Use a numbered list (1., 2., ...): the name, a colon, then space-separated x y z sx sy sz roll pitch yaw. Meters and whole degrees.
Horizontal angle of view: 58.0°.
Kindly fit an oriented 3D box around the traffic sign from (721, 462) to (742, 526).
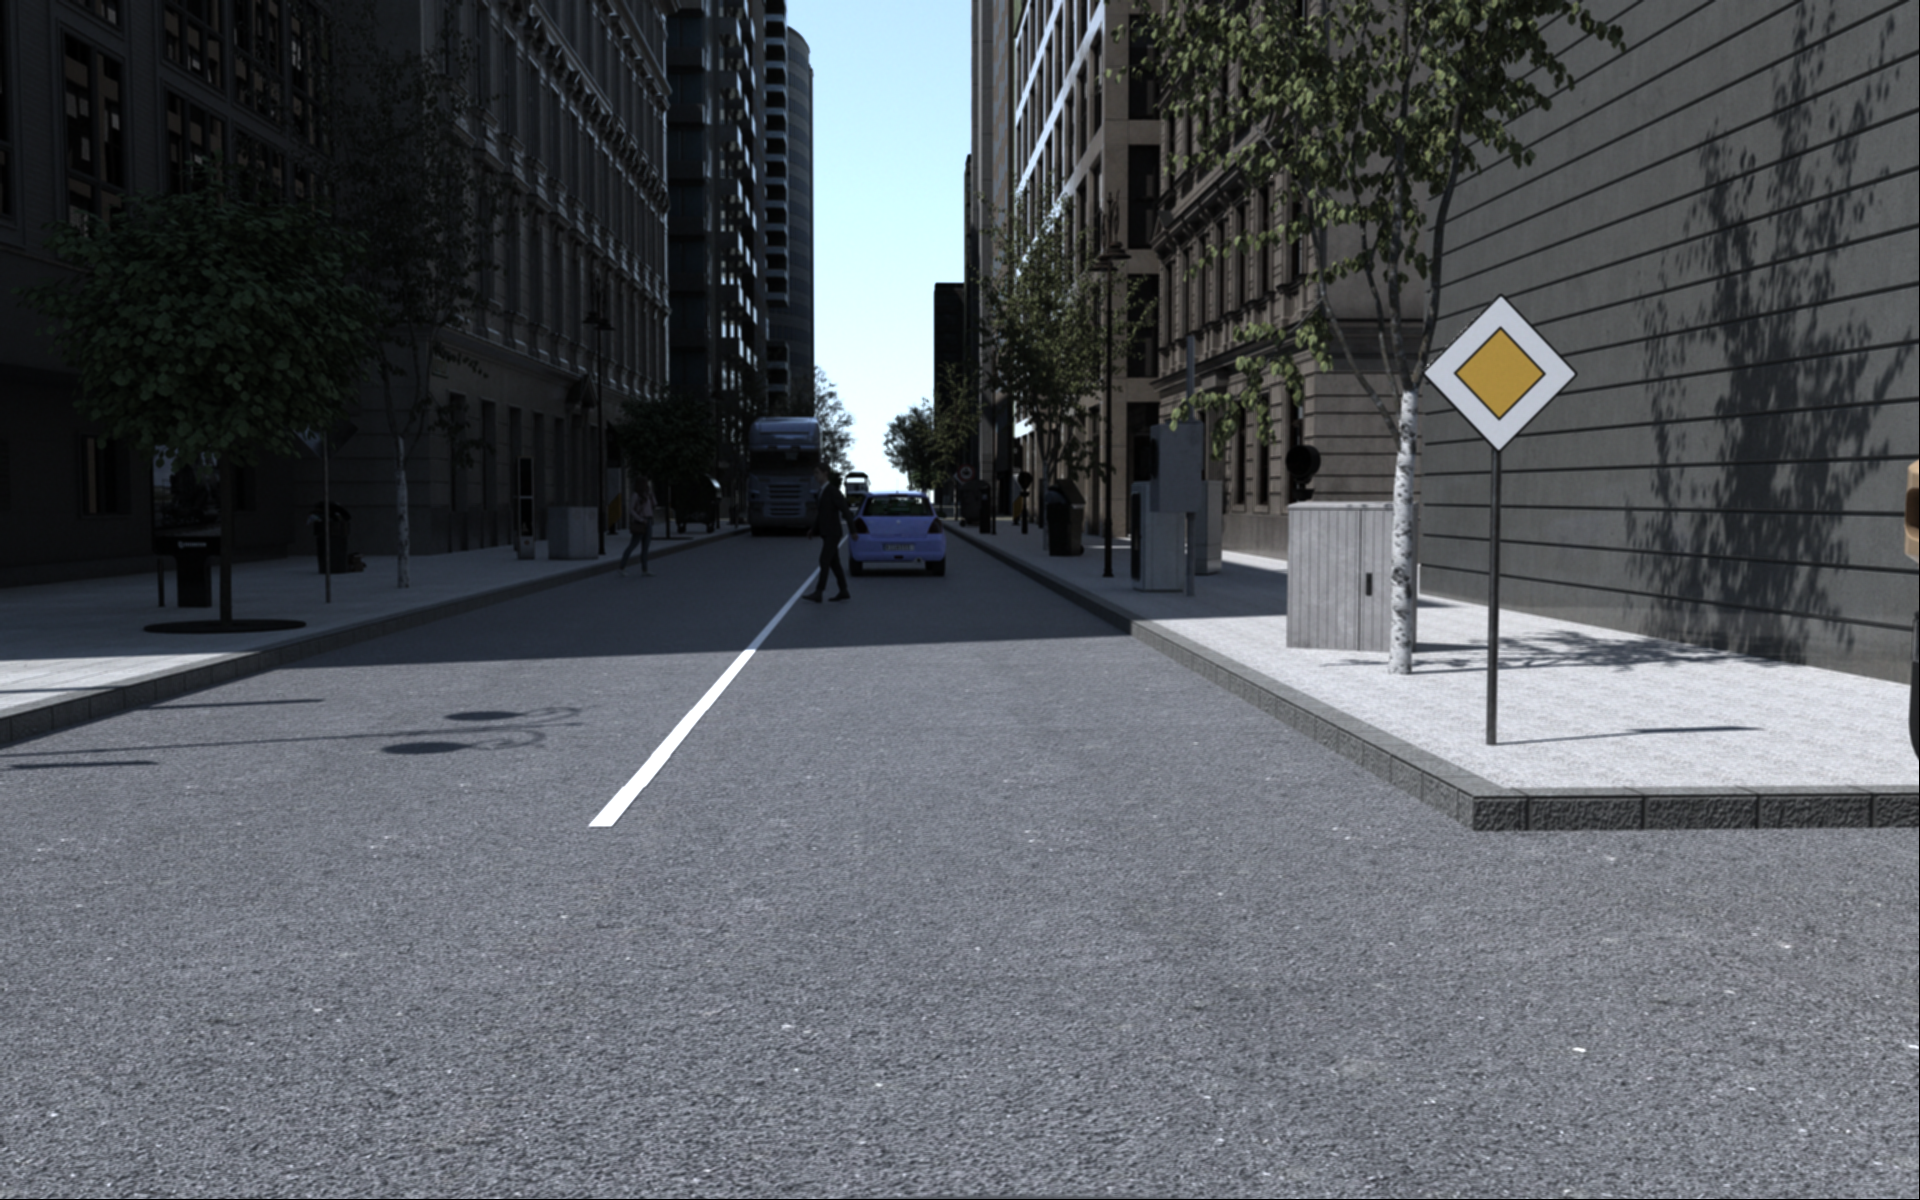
1. traffic sign: -9.307 -4.317 70.585 0.884 2.594 0.081 0 4 5

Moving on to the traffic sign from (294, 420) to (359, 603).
1. traffic sign: -7.429 -1.170 20.307 0.795 2.450 0.064 0 4 3

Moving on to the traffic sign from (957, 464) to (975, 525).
1. traffic sign: 0.267 -4.426 72.469 0.768 2.556 0.104 0 4 4

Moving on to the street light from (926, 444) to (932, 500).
1. street light: -2.355 -9.743 132.081 0.468 5.910 1.993 0 4 -3

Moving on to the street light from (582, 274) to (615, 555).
1. street light: -7.589 -3.897 36.500 0.468 5.910 1.993 0 4 -3

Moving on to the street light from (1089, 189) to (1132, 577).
1. street light: 2.296 -3.295 26.667 0.468 5.910 1.993 0 4 -3

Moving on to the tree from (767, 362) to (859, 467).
1. tree: -14.038 -15.251 159.722 12.009 13.543 11.850 0 3 0

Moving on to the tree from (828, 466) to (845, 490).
1. tree: -15.215 -13.507 204.547 4.285 4.588 4.351 0 3 0

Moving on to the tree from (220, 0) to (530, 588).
1. tree: -7.654 -4.457 23.238 4.360 8.622 3.978 0 3 0

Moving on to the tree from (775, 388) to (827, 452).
1. tree: -11.668 -10.417 120.672 4.737 8.622 4.395 0 3 0

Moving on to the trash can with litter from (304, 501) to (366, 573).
1. trash can with litter: -10.163 -1.031 28.245 0.624 1.170 1.055 0 4 7

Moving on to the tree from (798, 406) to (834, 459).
1. tree: -12.835 -11.933 145.472 4.360 8.622 3.978 0 3 0

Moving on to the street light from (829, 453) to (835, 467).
1. street light: -14.784 -13.687 196.565 0.468 5.910 1.993 0 4 -3

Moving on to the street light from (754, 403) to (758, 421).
1. street light: -9.961 -6.900 85.600 0.468 5.910 1.993 0 4 -3

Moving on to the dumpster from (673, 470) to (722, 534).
1. dumpster: -8.684 -3.336 57.039 1.502 2.255 1.985 0 4 -2

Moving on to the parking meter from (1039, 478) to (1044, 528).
1. parking meter: 3.079 -3.618 64.865 0.255 1.863 0.399 0 4 3

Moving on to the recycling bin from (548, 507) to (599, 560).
1. recycling bin: -7.601 -1.314 34.031 0.722 1.027 0.722 3 5 41

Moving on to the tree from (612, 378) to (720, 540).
1. tree: -8.287 -4.006 49.219 4.285 4.588 4.351 0 3 0

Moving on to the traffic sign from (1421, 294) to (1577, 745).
1. traffic sign: 2.715 -0.315 8.795 0.795 2.450 0.064 0 4 -3

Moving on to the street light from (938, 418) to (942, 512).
1. street light: -1.135 -7.983 103.314 0.468 5.910 1.993 0 4 -3

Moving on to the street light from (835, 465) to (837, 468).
1. street light: -16.096 -15.421 224.926 0.468 5.910 1.993 0 4 -3

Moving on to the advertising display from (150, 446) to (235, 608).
1. advertising display: -8.683 -0.880 19.596 0.974 1.923 0.123 1 4 11

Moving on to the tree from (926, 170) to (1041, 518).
1. tree: 2.103 -5.439 39.294 4.737 8.622 4.395 0 3 0

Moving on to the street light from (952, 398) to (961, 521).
1. street light: -0.174 -6.771 83.500 0.468 5.910 1.993 0 4 -3

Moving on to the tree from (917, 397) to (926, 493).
1. tree: 2.173 -5.795 45.111 4.737 8.622 4.395 0 3 0

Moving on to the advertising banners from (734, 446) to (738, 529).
1. advertising banners: -8.305 -4.156 64.139 0.090 3.025 2.074 0 4 -5

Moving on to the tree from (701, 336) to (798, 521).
1. tree: -9.978 -7.969 80.654 4.360 8.622 3.978 0 3 0

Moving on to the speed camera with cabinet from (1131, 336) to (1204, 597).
1. speed camera with cabinet: 2.655 -1.719 22.439 0.660 3.252 2.038 0 4 -4

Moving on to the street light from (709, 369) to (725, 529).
1. street light: -8.976 -5.582 64.061 0.468 5.910 1.993 0 4 -3

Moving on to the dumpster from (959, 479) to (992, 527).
1. dumpster: 0.608 -3.821 68.226 1.264 1.857 1.865 0 4 -2

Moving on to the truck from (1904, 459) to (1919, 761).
1. truck: 8.248 -0.986 5.031 11.283 4.237 2.839 0 4 -1

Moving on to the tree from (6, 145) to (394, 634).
1. tree: -7.086 -1.999 16.402 4.285 4.588 4.351 0 3 0

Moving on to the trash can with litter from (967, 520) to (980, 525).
1. trash can with litter: 0.620 -3.658 71.198 0.624 1.170 1.055 -1 4 -19

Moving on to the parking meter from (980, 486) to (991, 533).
1. parking meter: 0.823 -2.944 56.547 0.372 1.533 0.369 0 3 0

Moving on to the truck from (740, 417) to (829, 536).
1. truck: -6.317 -4.689 66.423 2.967 4.110 18.799 0 4 -3

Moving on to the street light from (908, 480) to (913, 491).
1. street light: -7.211 -16.520 242.891 0.468 5.910 1.993 0 4 -3

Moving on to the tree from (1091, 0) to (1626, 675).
1. tree: 3.085 -3.790 12.336 4.737 8.622 4.395 0 3 0

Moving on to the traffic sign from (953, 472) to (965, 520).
1. traffic sign: 0.092 -4.387 72.916 0.795 2.450 0.064 0 4 1

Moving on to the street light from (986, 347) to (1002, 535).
1. street light: 1.070 -5.005 54.614 0.468 5.910 1.993 0 4 -3

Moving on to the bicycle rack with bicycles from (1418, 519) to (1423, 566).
1. bicycle rack with bicycles: 8.433 -0.897 28.053 2.852 0.926 2.925 2 4 31
